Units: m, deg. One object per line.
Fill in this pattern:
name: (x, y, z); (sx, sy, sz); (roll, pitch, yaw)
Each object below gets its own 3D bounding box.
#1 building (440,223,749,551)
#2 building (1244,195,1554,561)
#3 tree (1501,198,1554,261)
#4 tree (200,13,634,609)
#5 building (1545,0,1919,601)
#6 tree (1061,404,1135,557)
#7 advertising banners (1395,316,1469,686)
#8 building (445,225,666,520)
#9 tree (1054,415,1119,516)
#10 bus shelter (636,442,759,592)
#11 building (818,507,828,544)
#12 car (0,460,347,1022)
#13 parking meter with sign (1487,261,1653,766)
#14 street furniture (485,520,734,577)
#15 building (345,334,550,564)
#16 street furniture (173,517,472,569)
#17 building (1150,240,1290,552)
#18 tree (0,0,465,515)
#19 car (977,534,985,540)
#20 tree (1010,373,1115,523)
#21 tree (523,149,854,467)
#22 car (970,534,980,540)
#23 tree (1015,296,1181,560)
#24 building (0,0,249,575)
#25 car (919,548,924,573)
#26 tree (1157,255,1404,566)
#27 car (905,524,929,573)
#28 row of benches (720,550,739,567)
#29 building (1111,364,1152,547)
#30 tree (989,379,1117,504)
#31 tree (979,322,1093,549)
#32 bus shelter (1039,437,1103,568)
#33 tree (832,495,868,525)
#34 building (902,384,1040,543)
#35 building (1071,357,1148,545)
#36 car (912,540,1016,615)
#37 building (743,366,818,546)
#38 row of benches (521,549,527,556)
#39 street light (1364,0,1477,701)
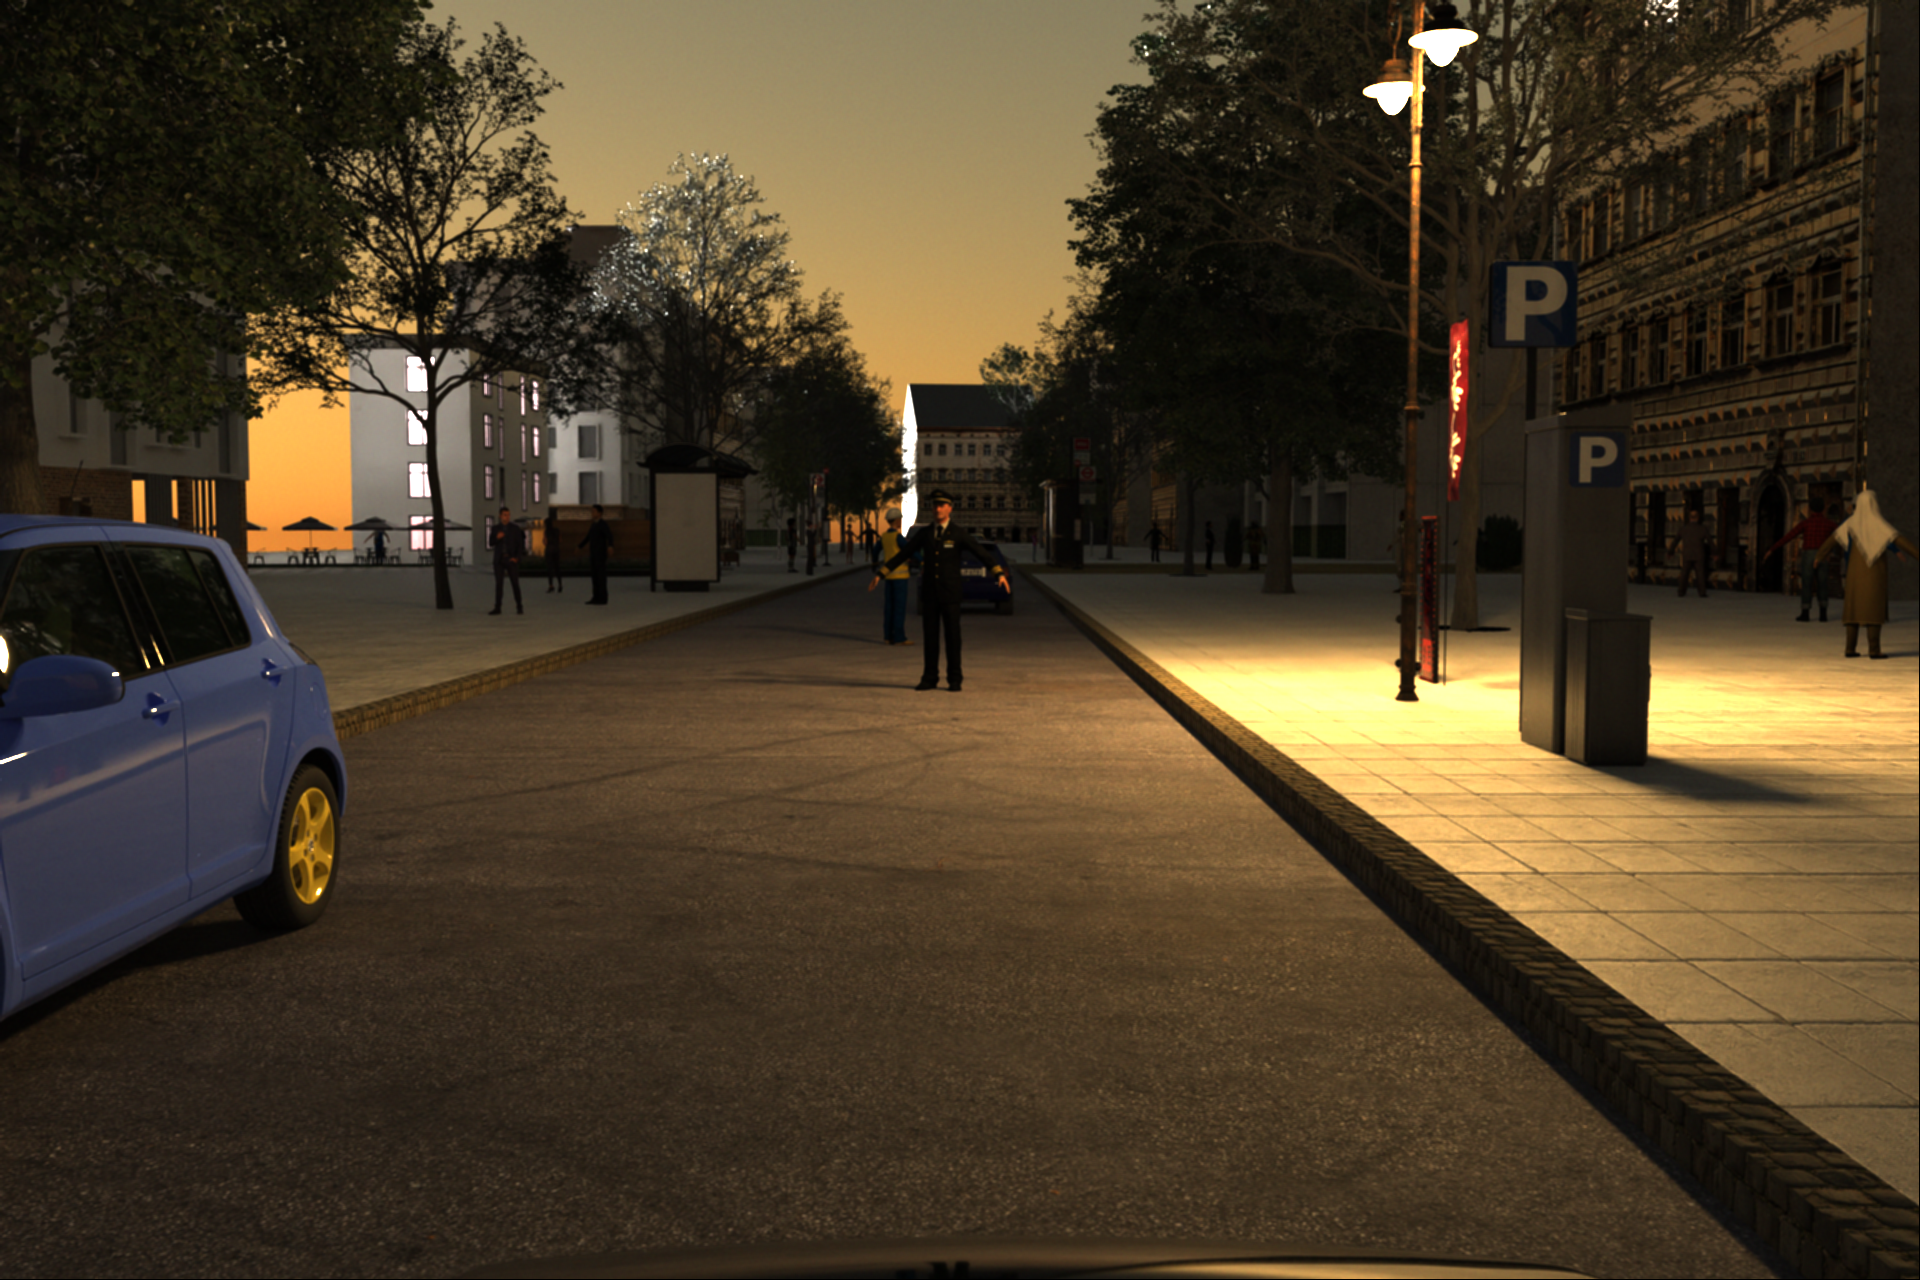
building: (-26.941, -18.400, 131.766); (19.493, 23.208, 18.063); (0, 4, 1)
building: (27.241, -14.233, 99.161); (16.747, 18.905, 31.486); (0, 4, 0)
tree: (27.297, -13.261, 72.708); (12.611, 20.169, 13.585); (0, 3, 0)
tree: (-9.187, -5.807, 29.353); (7.601, 10.594, 8.767); (-1, 4, -17)
building: (26.575, -12.881, 41.531); (19.493, 23.208, 18.063); (0, 4, 1)
tree: (7.753, -9.073, 98.704); (4.737, 8.622, 4.395); (0, 3, 0)
advertising banners: (4.082, -1.151, 15.012); (0.090, 3.025, 2.074); (0, 4, 1)
building: (-25.507, -15.359, 107.545); (16.016, 20.090, 11.380); (0, 4, 0)
tree: (7.039, -9.443, 104.749); (4.360, 8.622, 3.978); (0, 3, 0)
bus shelter: (-6.082, -2.869, 40.827); (2.014, 3.302, 5.546); (0, 4, 1)
building: (-23.108, -22.360, 222.001); (16.016, 20.090, 11.380); (0, 4, 0)
car: (-3.202, 0.278, 5.041); (1.945, 1.707, 3.694); (0, 4, 1)
parking meter with sign: (3.654, -0.860, 10.325); (0.543, 3.016, 1.738); (0, 4, 0)
street furniture: (-12.103, -2.906, 54.367); (9.812, 1.723, 11.010); (-1, 4, -21)
building: (-25.029, -8.843, 86.731); (9.099, 9.664, 28.070); (0, 4, 0)
street furniture: (-32.922, -3.576, 63.490); (27.439, 1.986, 14.083); (0, 4, -1)
building: (24.677, -18.358, 131.089); (19.493, 23.208, 18.063); (0, 4, 0)
tree: (-9.096, -6.709, 16.341); (9.857, 13.997, 8.962); (0, 3, 0)
car: (1.099, -7.035, 125.249); (2.015, 1.641, 3.980); (0, 4, 1)
tree: (7.242, -12.434, 121.420); (7.486, 12.596, 7.792); (0, 3, 0)
tree: (-8.356, -8.826, 54.681); (12.009, 13.543, 11.850); (0, 3, 0)
car: (0.604, -6.382, 116.144); (2.131, 1.459, 4.920); (0, 4, 1)
tree: (7.682, -10.797, 86.904); (12.009, 13.543, 11.850); (0, 3, 0)
building: (-27.105, -11.257, 40.479); (16.016, 20.090, 11.380); (0, 4, 0)
car: (-0.377, -2.902, 56.241); (1.959, 1.807, 4.718); (0, 4, 1)
tree: (12.438, -9.713, 69.185); (12.009, 13.543, 11.850); (0, 3, 0)
car: (-1.116, -3.297, 62.585); (2.281, 1.827, 5.304); (0, 3, 0)
row of benches: (-9.932, -3.336, 70.014); (1.422, 0.672, 4.104); (-2, 4, -29)
building: (25.840, -21.358, 180.125); (19.493, 23.208, 18.063); (0, 3, 0)
tree: (7.328, -13.817, 136.280); (12.009, 13.543, 11.850); (0, 3, 0)
tree: (8.531, -18.143, 152.519); (12.611, 20.169, 13.585); (0, 3, 0)
bus shelter: (4.340, -5.620, 69.512); (2.179, 5.291, 8.768); (0, 3, 0)
tree: (-17.350, -20.887, 251.863); (12.009, 13.543, 11.850); (0, 3, 0)
building: (1.514, -25.645, 252.674); (18.063, 23.208, 19.493); (0, 4, -8)
building: (27.526, -22.765, 216.177); (27.936, 21.610, 32.646); (0, 4, 1)
car: (0.081, -1.184, 31.939); (1.945, 1.354, 3.894); (0, 4, 0)
building: (-26.050, -20.273, 197.915); (16.747, 18.905, 31.486); (0, 4, 1)
row of benches: (-18.297, -3.614, 74.553); (1.422, 0.672, 4.104); (2, 4, 26)
street light: (3.449, -2.470, 13.180); (0.468, 5.910, 1.993); (0, 4, 0)
